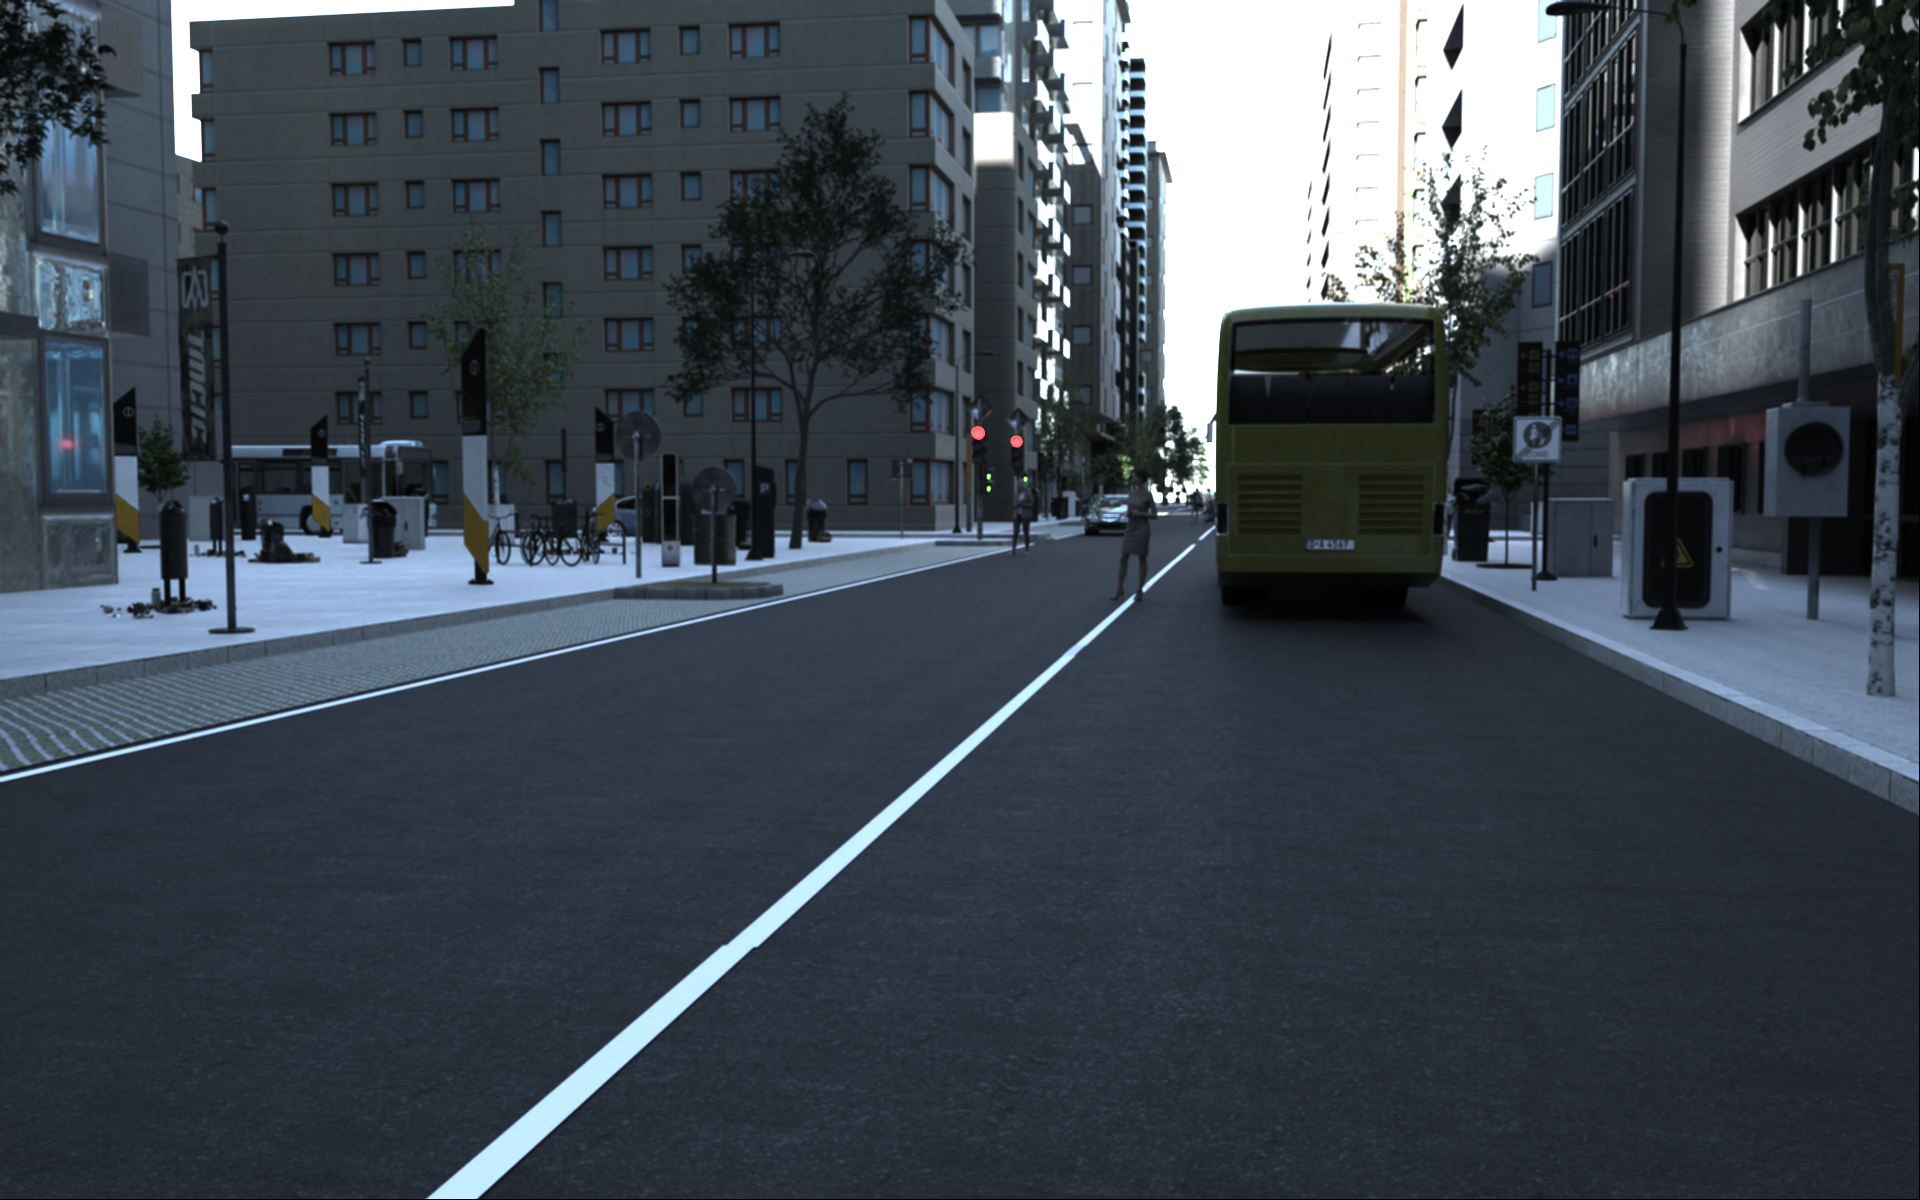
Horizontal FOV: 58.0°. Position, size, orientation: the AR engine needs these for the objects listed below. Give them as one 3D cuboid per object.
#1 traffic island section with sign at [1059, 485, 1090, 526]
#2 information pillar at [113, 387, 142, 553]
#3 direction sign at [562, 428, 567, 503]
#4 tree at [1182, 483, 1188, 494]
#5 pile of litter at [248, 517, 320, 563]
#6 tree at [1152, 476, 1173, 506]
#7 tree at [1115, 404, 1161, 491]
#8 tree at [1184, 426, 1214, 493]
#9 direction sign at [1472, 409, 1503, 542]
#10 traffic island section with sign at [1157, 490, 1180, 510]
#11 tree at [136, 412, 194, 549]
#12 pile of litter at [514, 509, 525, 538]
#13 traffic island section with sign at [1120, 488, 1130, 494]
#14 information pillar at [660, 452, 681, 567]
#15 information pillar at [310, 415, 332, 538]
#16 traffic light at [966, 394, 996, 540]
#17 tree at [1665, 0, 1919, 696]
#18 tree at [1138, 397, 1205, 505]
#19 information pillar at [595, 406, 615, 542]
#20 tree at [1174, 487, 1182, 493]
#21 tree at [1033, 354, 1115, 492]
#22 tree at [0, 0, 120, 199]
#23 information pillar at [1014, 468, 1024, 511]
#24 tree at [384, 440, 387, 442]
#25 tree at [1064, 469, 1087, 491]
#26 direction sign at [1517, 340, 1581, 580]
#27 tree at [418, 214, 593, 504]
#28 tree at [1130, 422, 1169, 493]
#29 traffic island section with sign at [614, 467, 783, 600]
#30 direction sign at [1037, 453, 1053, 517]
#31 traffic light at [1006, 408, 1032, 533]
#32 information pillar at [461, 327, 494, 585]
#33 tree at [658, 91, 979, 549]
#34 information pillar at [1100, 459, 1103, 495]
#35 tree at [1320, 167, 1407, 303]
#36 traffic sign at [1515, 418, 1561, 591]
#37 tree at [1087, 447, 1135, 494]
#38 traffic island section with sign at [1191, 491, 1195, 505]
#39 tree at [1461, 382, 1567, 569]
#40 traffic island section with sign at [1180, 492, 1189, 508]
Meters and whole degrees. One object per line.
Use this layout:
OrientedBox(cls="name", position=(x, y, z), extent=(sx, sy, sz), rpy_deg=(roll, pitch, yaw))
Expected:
OrientedBox(cls="traffic island section with sign", position=(5.586, -4.280, 78.605), extent=(1.989, 1.847, 2.006), rpy_deg=(1, 4, 10))
OrientedBox(cls="information pillar", position=(-18.157, -2.835, 37.713), extent=(0.504, 3.616, 0.183), rpy_deg=(-3, 4, -36))
OrientedBox(cls="direction sign", position=(-13.710, -4.162, 60.048), extent=(0.379, 3.537, 0.876), rpy_deg=(0, 4, -5))
OrientedBox(cls="tree", position=(34.724, -16.750, 268.465), extent=(1.663, 3.219, 1.824), rpy_deg=(0, 3, 0))
OrientedBox(cls="pile of litter", position=(-12.780, -1.146, 32.695), extent=(1.176, 0.858, 1.719), rpy_deg=(-3, 4, -37))
OrientedBox(cls="tree", position=(25.221, -13.505, 215.411), extent=(1.663, 3.219, 1.824), rpy_deg=(0, 3, 0))
OrientedBox(cls="tree", position=(14.425, -11.798, 143.263), extent=(4.737, 8.622, 4.395), rpy_deg=(0, 3, 0))
OrientedBox(cls="tree", position=(38.498, -22.634, 288.198), extent=(7.486, 12.596, 7.792), rpy_deg=(0, 3, 0))
OrientedBox(cls="direction sign", position=(14.143, -3.324, 46.339), extent=(0.876, 3.537, 0.379), rpy_deg=(2, 4, 25))
OrientedBox(cls="traffic island section with sign", position=(18.421, -8.947, 154.910), extent=(1.989, 1.847, 2.006), rpy_deg=(1, 4, 10))
OrientedBox(cls="tree", position=(-19.084, -2.838, 40.997), extent=(1.663, 3.219, 1.824), rpy_deg=(0, 3, 0))
OrientedBox(cls="pile of litter", position=(-13.279, -2.238, 50.559), extent=(1.176, 0.858, 1.719), rpy_deg=(-2, 4, -33))
OrientedBox(cls="traffic island section with sign", position=(10.086, -5.915, 105.334), extent=(1.989, 1.847, 2.006), rpy_deg=(1, 4, 10))
OrientedBox(cls="information pillar", position=(-5.110, -1.597, 30.597), extent=(0.304, 2.012, 0.304), rpy_deg=(0, 4, -3))
OrientedBox(cls="information pillar", position=(-18.855, -3.653, 51.075), extent=(0.504, 3.616, 0.183), rpy_deg=(0, 4, -4))
OrientedBox(cls="traffic light", position=(0.575, -3.642, 48.475), extent=(0.839, 4.253, 0.868), rpy_deg=(1, 4, 10))
OrientedBox(cls="tree", position=(6.066, -3.687, 10.648), extent=(4.737, 8.622, 4.395), rpy_deg=(0, 3, 0))
OrientedBox(cls="tree", position=(24.195, -17.622, 205.129), extent=(9.611, 12.733, 9.660), rpy_deg=(0, 3, 0))
OrientedBox(cls="information pillar", position=(-9.489, -3.357, 46.238), extent=(0.504, 3.616, 0.183), rpy_deg=(0, 4, -1))
OrientedBox(cls="tree", position=(28.204, -14.497, 231.627), extent=(1.663, 3.219, 1.824), rpy_deg=(0, 3, 0))
OrientedBox(cls="tree", position=(5.266, -8.625, 91.377), extent=(4.737, 8.622, 4.395), rpy_deg=(0, 3, 0))
OrientedBox(cls="tree", position=(-7.798, -4.560, 8.963), extent=(7.601, 10.594, 8.767), rpy_deg=(0, 4, 5))
OrientedBox(cls="information pillar", position=(2.658, -5.318, 78.296), extent=(0.504, 3.616, 0.183), rpy_deg=(-2, 4, -32))
OrientedBox(cls="tree", position=(-20.166, -4.073, 61.191), extent=(1.663, 3.219, 1.824), rpy_deg=(0, 3, 0))
OrientedBox(cls="tree", position=(8.569, -8.253, 129.537), extent=(1.663, 3.219, 1.824), rpy_deg=(0, 3, 0))
OrientedBox(cls="direction sign", position=(8.733, -2.066, 25.780), extent=(0.876, 3.537, 0.379), rpy_deg=(1, 4, 22))
OrientedBox(cls="tree", position=(-12.236, -5.877, 46.457), extent=(4.737, 8.622, 4.395), rpy_deg=(0, 3, 0))
OrientedBox(cls="tree", position=(18.905, -13.486, 170.854), extent=(4.360, 8.622, 3.978), rpy_deg=(0, 3, 0))
OrientedBox(cls="traffic island section with sign", position=(-3.566, -0.956, 24.258), extent=(1.989, 1.847, 2.006), rpy_deg=(1, 4, 10))
OrientedBox(cls="direction sign", position=(4.685, -6.303, 95.053), extent=(0.876, 3.537, 0.379), rpy_deg=(0, 4, -5))
OrientedBox(cls="traffic light", position=(1.900, -4.124, 56.350), extent=(0.839, 4.253, 0.868), rpy_deg=(1, 4, 10))
OrientedBox(cls="information pillar", position=(-6.880, -2.033, 24.589), extent=(0.504, 3.616, 0.183), rpy_deg=(3, 5, 40))
OrientedBox(cls="tree", position=(-3.557, -6.468, 40.159), extent=(7.601, 10.594, 8.767), rpy_deg=(2, 4, 23))
OrientedBox(cls="information pillar", position=(9.433, -7.598, 115.588), extent=(0.183, 3.616, 0.504), rpy_deg=(-1, 4, -10))
OrientedBox(cls="tree", position=(10.057, -5.269, 36.515), extent=(4.737, 8.622, 4.395), rpy_deg=(0, 3, 0))
OrientedBox(cls="traffic sign", position=(7.617, -1.271, 22.916), extent=(0.606, 2.300, 0.079), rpy_deg=(1, 4, 10))
OrientedBox(cls="tree", position=(10.432, -8.314, 119.644), extent=(4.285, 4.588, 4.351), rpy_deg=(0, 3, 0))
OrientedBox(cls="traffic island section with sign", position=(32.133, -13.933, 236.428), extent=(1.989, 1.847, 2.006), rpy_deg=(1, 4, 10))
OrientedBox(cls="tree", position=(9.674, -2.173, 30.125), extent=(1.663, 3.219, 1.824), rpy_deg=(0, 3, 0))
OrientedBox(cls="traffic island section with sign", position=(22.898, -10.573, 181.493), extent=(1.989, 1.847, 2.006), rpy_deg=(1, 4, 10))
